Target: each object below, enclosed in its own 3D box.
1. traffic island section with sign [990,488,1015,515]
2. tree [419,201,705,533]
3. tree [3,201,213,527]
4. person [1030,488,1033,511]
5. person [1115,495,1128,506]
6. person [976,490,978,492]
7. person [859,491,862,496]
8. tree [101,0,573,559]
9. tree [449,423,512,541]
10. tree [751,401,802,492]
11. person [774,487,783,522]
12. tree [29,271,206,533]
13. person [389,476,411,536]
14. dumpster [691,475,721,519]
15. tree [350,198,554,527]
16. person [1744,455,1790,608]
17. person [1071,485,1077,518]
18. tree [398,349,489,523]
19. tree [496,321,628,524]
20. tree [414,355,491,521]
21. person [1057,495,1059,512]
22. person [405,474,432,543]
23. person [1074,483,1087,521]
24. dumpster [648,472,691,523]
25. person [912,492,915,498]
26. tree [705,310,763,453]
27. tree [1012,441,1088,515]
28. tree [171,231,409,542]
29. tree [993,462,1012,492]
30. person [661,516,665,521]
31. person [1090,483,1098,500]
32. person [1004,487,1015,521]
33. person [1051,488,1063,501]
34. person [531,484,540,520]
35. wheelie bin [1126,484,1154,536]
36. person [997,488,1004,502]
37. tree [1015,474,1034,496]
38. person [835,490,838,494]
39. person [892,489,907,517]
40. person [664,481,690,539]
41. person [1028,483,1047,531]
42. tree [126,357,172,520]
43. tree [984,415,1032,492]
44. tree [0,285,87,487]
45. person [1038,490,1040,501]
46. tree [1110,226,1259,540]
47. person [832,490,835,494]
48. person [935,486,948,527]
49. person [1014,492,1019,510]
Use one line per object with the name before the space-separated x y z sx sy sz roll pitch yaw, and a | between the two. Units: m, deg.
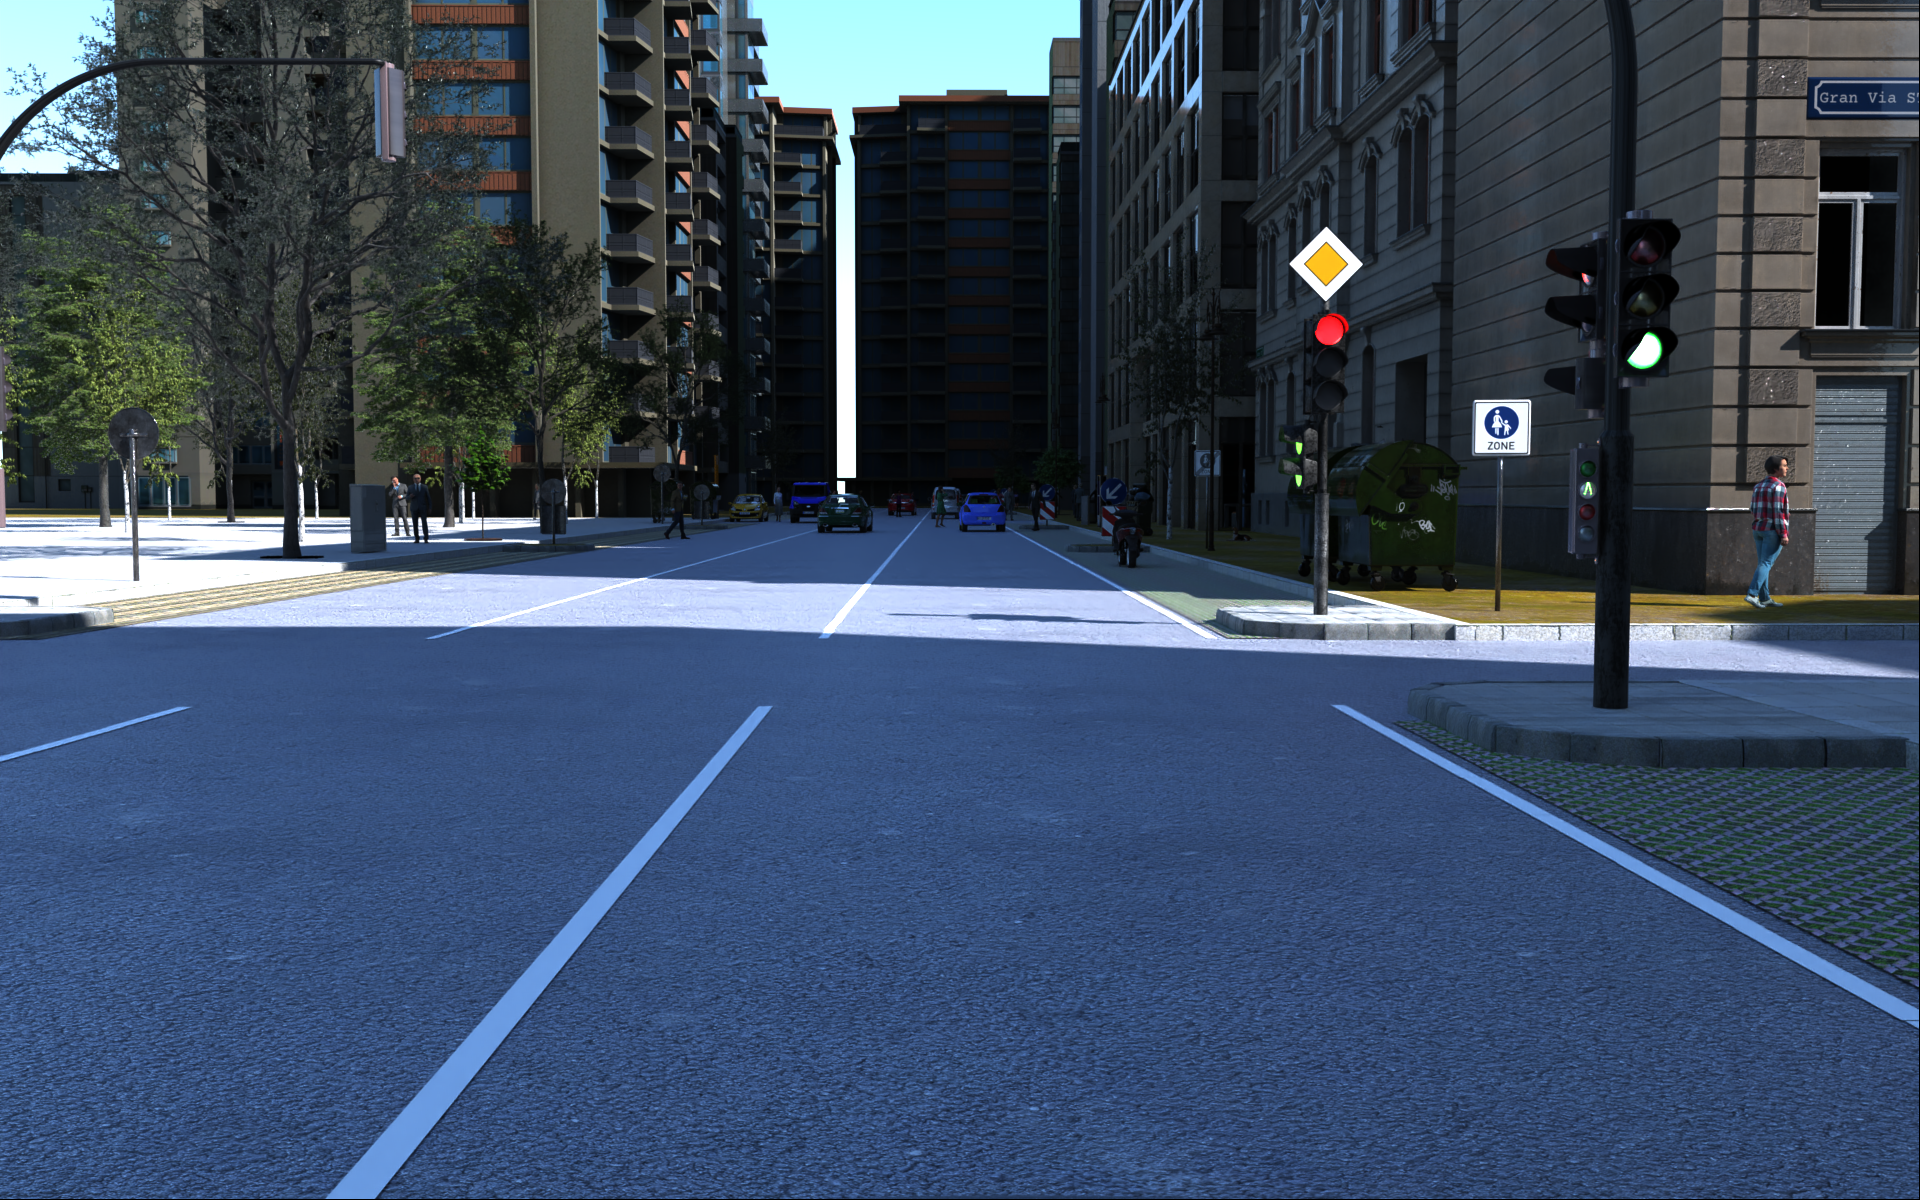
traffic island section with sign | 2.959 -6.823 120.186 1.989 1.847 2.006 0 4 -1
tree | -13.894 -7.449 56.211 7.601 10.594 8.767 -3 4 -37
tree | -32.834 -9.087 66.707 7.486 12.596 7.792 0 3 0
person | 5.494 -7.576 130.577 0.551 1.740 0.621 -1 4 -23
person | 7.155 -4.346 77.285 0.709 1.800 0.728 2 4 34
person | 1.602 -9.263 160.084 1.348 1.807 0.705 0 4 -3
person | -9.755 -9.739 168.249 0.721 1.766 1.217 0 4 -2
tree | -13.358 -7.563 34.029 12.009 13.543 11.850 0 3 0
tree | -13.263 -3.243 47.622 1.663 3.219 1.824 0 3 0
tree | -14.420 -11.369 136.246 4.360 8.622 3.978 0 3 0
person | -9.412 -4.949 89.636 0.478 1.798 0.641 -1 4 -8
tree | -27.538 -6.540 57.299 4.737 8.622 4.395 0 3 0
person | -17.115 -2.878 52.910 0.655 1.846 0.447 0 4 -3
dumpster | -13.041 -5.250 88.329 1.502 2.255 1.985 0 4 -1
tree | -19.301 -9.080 66.579 7.486 12.596 7.792 0 3 0
person | 9.124 -0.777 19.593 0.643 1.720 0.563 0 4 -3
person | 6.251 -5.299 93.099 0.576 1.772 0.534 -2 4 -25
tree | -22.202 -7.695 76.175 4.737 8.622 4.395 0 3 0
tree | -16.605 -7.549 73.792 4.737 8.622 4.395 0 3 0
tree | -23.690 -8.019 81.478 4.360 8.622 3.978 0 3 0
person | 6.884 -7.198 124.462 1.217 1.736 0.721 -2 4 -29
person | -14.094 -2.378 45.092 0.661 1.801 0.590 -1 4 -15
person | 5.722 -4.629 81.903 0.661 1.801 0.590 2 4 35
dumpster | -12.976 -4.548 76.848 1.502 2.255 1.985 0 4 -1
person | -4.266 -8.996 157.062 0.415 1.643 0.593 -2 4 -34
tree | -13.547 -9.013 81.767 8.767 10.594 7.601 0 4 -7
tree | 6.141 -7.516 106.600 4.285 4.588 4.351 0 3 0
tree | -17.878 -5.864 46.242 4.360 8.622 3.978 0 3 0
tree | 4.669 -11.135 165.766 4.285 4.588 4.351 0 3 0
person | -14.027 -4.586 81.304 0.520 1.790 0.573 2 4 27
person | 7.608 -5.482 95.308 1.348 1.869 0.705 -2 4 -29
person | 2.647 -5.198 93.584 0.694 1.812 0.767 -1 4 -19
person | 6.537 -7.043 121.222 1.348 1.821 0.705 0 4 -4
person | -20.840 -4.864 85.753 0.709 1.800 0.728 3 5 44
wheelie bin | 5.522 -2.769 53.177 0.693 1.594 0.980 -2 4 -31
person | 2.193 -5.256 95.158 1.217 1.743 0.721 2 4 26
tree | 5.702 -9.778 154.466 1.663 3.219 1.824 0 3 0
person | -9.420 -7.453 131.071 0.721 1.735 1.217 -2 4 -29
person | -3.753 -6.026 107.712 1.217 1.739 0.721 -3 5 -44
person | -8.984 -2.848 54.974 0.836 1.842 0.656 -1 4 -10
person | 2.896 -3.590 66.973 0.659 1.850 0.755 2 4 35
tree | -39.452 -8.274 85.639 4.360 8.622 3.978 0 3 0
tree | 4.623 -12.847 160.417 4.360 8.622 3.978 0 3 0
tree | -33.323 -6.638 58.886 4.737 8.622 4.395 0 3 0
person | 6.218 -7.853 135.236 0.445 1.727 0.742 -2 4 -32
tree | 6.062 -6.016 48.727 4.360 8.622 3.978 0 3 0
person | -8.247 -6.291 112.163 0.445 1.727 0.742 2 4 32
person | -0.856 -4.057 75.071 0.529 1.795 0.600 -2 4 -27
person | 4.638 -8.154 142.593 0.421 1.427 0.697 -1 4 -10
